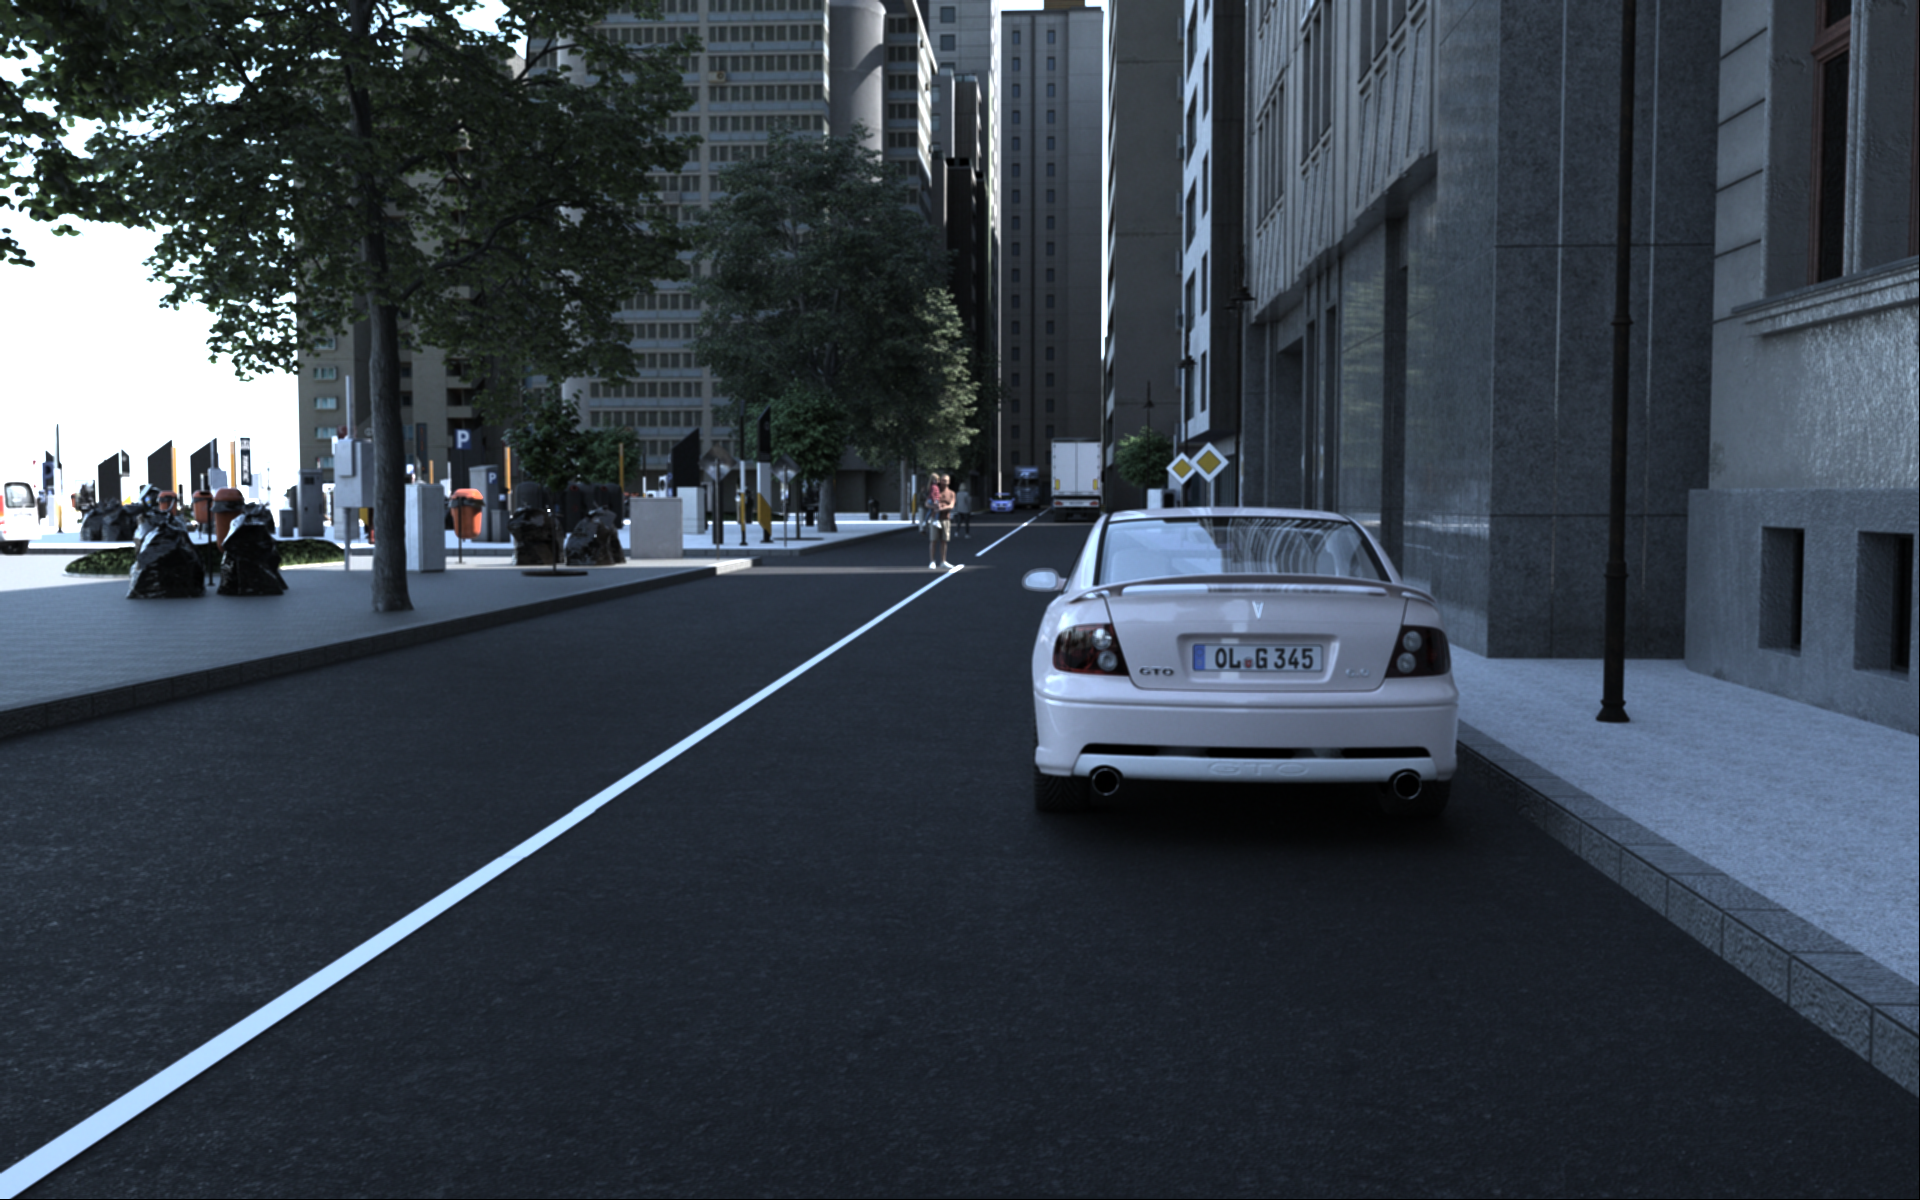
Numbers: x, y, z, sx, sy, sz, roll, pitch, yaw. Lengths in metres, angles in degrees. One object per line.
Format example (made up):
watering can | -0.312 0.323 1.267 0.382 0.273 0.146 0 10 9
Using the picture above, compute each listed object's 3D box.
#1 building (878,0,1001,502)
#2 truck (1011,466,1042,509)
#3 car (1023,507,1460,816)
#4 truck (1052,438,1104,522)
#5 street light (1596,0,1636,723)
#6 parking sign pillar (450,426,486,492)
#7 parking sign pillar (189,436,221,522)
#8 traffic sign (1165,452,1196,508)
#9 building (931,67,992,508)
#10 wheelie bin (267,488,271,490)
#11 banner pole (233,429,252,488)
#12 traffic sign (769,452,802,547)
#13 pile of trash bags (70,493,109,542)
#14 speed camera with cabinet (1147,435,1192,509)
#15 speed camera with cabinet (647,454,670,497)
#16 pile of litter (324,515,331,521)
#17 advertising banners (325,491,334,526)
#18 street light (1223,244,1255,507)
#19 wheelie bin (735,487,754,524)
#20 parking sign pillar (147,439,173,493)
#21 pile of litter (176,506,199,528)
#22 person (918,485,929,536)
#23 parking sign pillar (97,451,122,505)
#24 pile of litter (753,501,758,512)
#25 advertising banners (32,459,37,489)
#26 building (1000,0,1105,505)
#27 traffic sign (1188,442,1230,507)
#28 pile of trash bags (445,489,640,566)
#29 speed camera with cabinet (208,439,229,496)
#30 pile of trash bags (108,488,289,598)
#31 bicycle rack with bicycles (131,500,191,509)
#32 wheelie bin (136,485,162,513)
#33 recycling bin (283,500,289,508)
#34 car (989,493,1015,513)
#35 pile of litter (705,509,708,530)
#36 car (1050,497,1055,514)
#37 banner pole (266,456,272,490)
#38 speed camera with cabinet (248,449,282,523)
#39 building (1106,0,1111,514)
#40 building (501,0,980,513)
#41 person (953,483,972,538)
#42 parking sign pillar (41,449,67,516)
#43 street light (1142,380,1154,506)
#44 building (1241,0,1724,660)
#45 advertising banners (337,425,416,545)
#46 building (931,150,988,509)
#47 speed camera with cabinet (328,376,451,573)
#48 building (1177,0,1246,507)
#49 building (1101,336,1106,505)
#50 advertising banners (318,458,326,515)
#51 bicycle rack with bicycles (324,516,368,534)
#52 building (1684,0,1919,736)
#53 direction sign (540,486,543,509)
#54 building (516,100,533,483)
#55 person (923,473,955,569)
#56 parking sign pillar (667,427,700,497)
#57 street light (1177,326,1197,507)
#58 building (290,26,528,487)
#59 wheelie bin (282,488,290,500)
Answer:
building | -6.387 -45.505 182.251 20.611 71.187 20.563 0 4 4
truck | 6.696 -11.126 171.665 2.967 4.110 18.799 0 4 3
car | 1.350 0.197 9.141 2.083 1.381 4.827 0 4 4
truck | 6.258 -6.305 92.002 2.839 4.237 11.283 0 4 5
street light | 3.693 -2.253 9.620 0.468 5.910 1.993 0 4 4
parking sign pillar | -19.462 -4.898 68.560 1.447 3.967 1.447 0 4 5
parking sign pillar | -35.344 -5.668 81.138 1.447 3.967 1.447 0 4 0
traffic sign | 5.264 -2.291 41.093 0.795 2.450 0.064 0 4 4
building | -4.368 -29.297 162.597 14.154 41.232 14.086 0 4 4
wheelie bin | -34.670 -4.818 86.683 0.693 1.594 0.980 1 4 12
banner pole | -27.580 -4.679 66.525 0.401 3.779 0.863 3 5 41
traffic sign | -4.210 -2.329 41.723 0.795 2.450 0.064 0 4 4
pile of trash bags | -22.394 -2.339 47.991 1.912 1.369 3.447 3 5 44
speed camera with cabinet | 6.964 -3.858 57.407 0.660 3.252 2.038 3 4 36
speed camera with cabinet | -14.884 -5.615 86.149 0.660 3.252 2.038 -3 4 -37
pile of litter | -30.043 -4.146 81.755 1.176 0.858 1.719 -1 4 -18
advertising banners | -25.002 -4.547 70.527 0.090 3.025 2.074 1 4 19
street light | 5.173 -3.638 32.261 0.468 5.910 1.993 0 4 4
wheelie bin | -9.372 -4.132 75.465 0.693 1.594 0.980 -2 4 -30
parking sign pillar | -38.885 -5.868 84.407 1.447 3.967 1.447 0 4 5
pile of litter | -29.290 -3.135 65.225 1.719 0.858 1.176 2 4 31
person | -1.248 -3.106 59.825 0.362 1.759 0.519 1 4 21
parking sign pillar | -52.962 -7.302 107.857 1.447 3.967 1.447 -1 4 -13
pile of litter | -13.957 -6.223 115.705 1.719 0.858 1.176 1 4 10
advertising banners | -46.607 -5.532 86.641 0.090 3.025 2.074 0 4 -4
building | 3.054 -40.838 209.700 28.212 58.520 21.231 0 4 4
traffic sign | 4.749 -1.803 33.125 0.795 2.450 0.064 0 4 4
pile of trash bags | -7.819 -1.351 31.844 3.447 1.369 1.912 1 4 15
speed camera with cabinet | -26.319 -4.117 61.651 0.660 3.252 2.038 -2 4 -27
pile of trash bags | -9.902 -0.811 23.016 1.912 1.369 3.447 -1 4 -16
bicycle rack with bicycles | -47.563 -5.407 101.786 2.925 0.926 2.852 1 4 15
wheelie bin | -26.781 -3.019 57.264 0.693 1.594 0.980 -3 5 -40
recycling bin | -30.345 -4.056 78.866 0.722 1.027 0.722 0 4 -6
car | 3.180 -7.328 129.397 1.945 1.707 3.694 0 4 4
pile of litter | -9.478 -2.910 61.547 1.176 0.858 1.719 1 4 10
car | 7.627 -7.106 128.192 2.014 1.417 4.499 0 4 3
banner pole | -45.135 -7.536 113.225 0.401 3.779 0.863 0 4 3
speed camera with cabinet | -30.479 -4.990 75.921 0.660 3.252 2.038 0 4 5
building | 19.460 -29.161 100.490 21.300 48.544 21.600 0 4 4
building | -14.918 -26.787 129.854 32.217 40.220 23.993 0 4 4
person | 0.028 -2.898 56.070 0.709 1.800 0.728 2 4 35
parking sign pillar | -54.369 -7.052 103.765 1.447 3.967 1.447 1 4 22
street light | 7.649 -5.969 70.376 0.468 5.910 1.993 0 4 4
building | 10.748 -12.492 22.274 12.078 24.808 19.932 0 4 4
advertising banners | -14.698 -2.907 43.724 2.074 3.025 0.090 0 4 6
building | -4.983 -23.058 148.703 14.160 30.474 14.107 0 4 4
speed camera with cabinet | -9.515 -2.112 28.870 2.038 3.252 0.660 2 4 30
building | 13.305 -16.773 45.943 14.107 30.474 14.160 0 4 4
building | 32.079 -22.448 212.057 28.899 21.520 27.650 0 4 4
advertising banners | -31.059 -5.390 84.318 0.090 3.025 2.074 -1 4 -10
bicycle rack with bicycles | -20.089 -2.606 55.991 2.852 0.926 2.925 0 4 -8
building | 10.790 -13.024 0.334 14.401 28.519 23.554 0 4 4
direction sign | -10.455 -3.134 43.235 0.379 3.537 0.876 0 4 -8
building | -31.187 -32.317 183.008 28.867 44.769 22.147 0 4 4
person | -0.423 -1.526 33.429 0.573 1.828 0.580 2 4 33
parking sign pillar | -11.098 -4.957 69.520 1.447 3.967 1.447 -3 5 -43
street light | 6.243 -4.587 47.789 0.468 5.910 1.993 0 4 4
building | -56.325 -34.341 185.180 21.600 48.544 21.300 0 4 4
wheelie bin | -36.318 -5.274 94.138 0.980 1.594 0.693 -2 4 -26
